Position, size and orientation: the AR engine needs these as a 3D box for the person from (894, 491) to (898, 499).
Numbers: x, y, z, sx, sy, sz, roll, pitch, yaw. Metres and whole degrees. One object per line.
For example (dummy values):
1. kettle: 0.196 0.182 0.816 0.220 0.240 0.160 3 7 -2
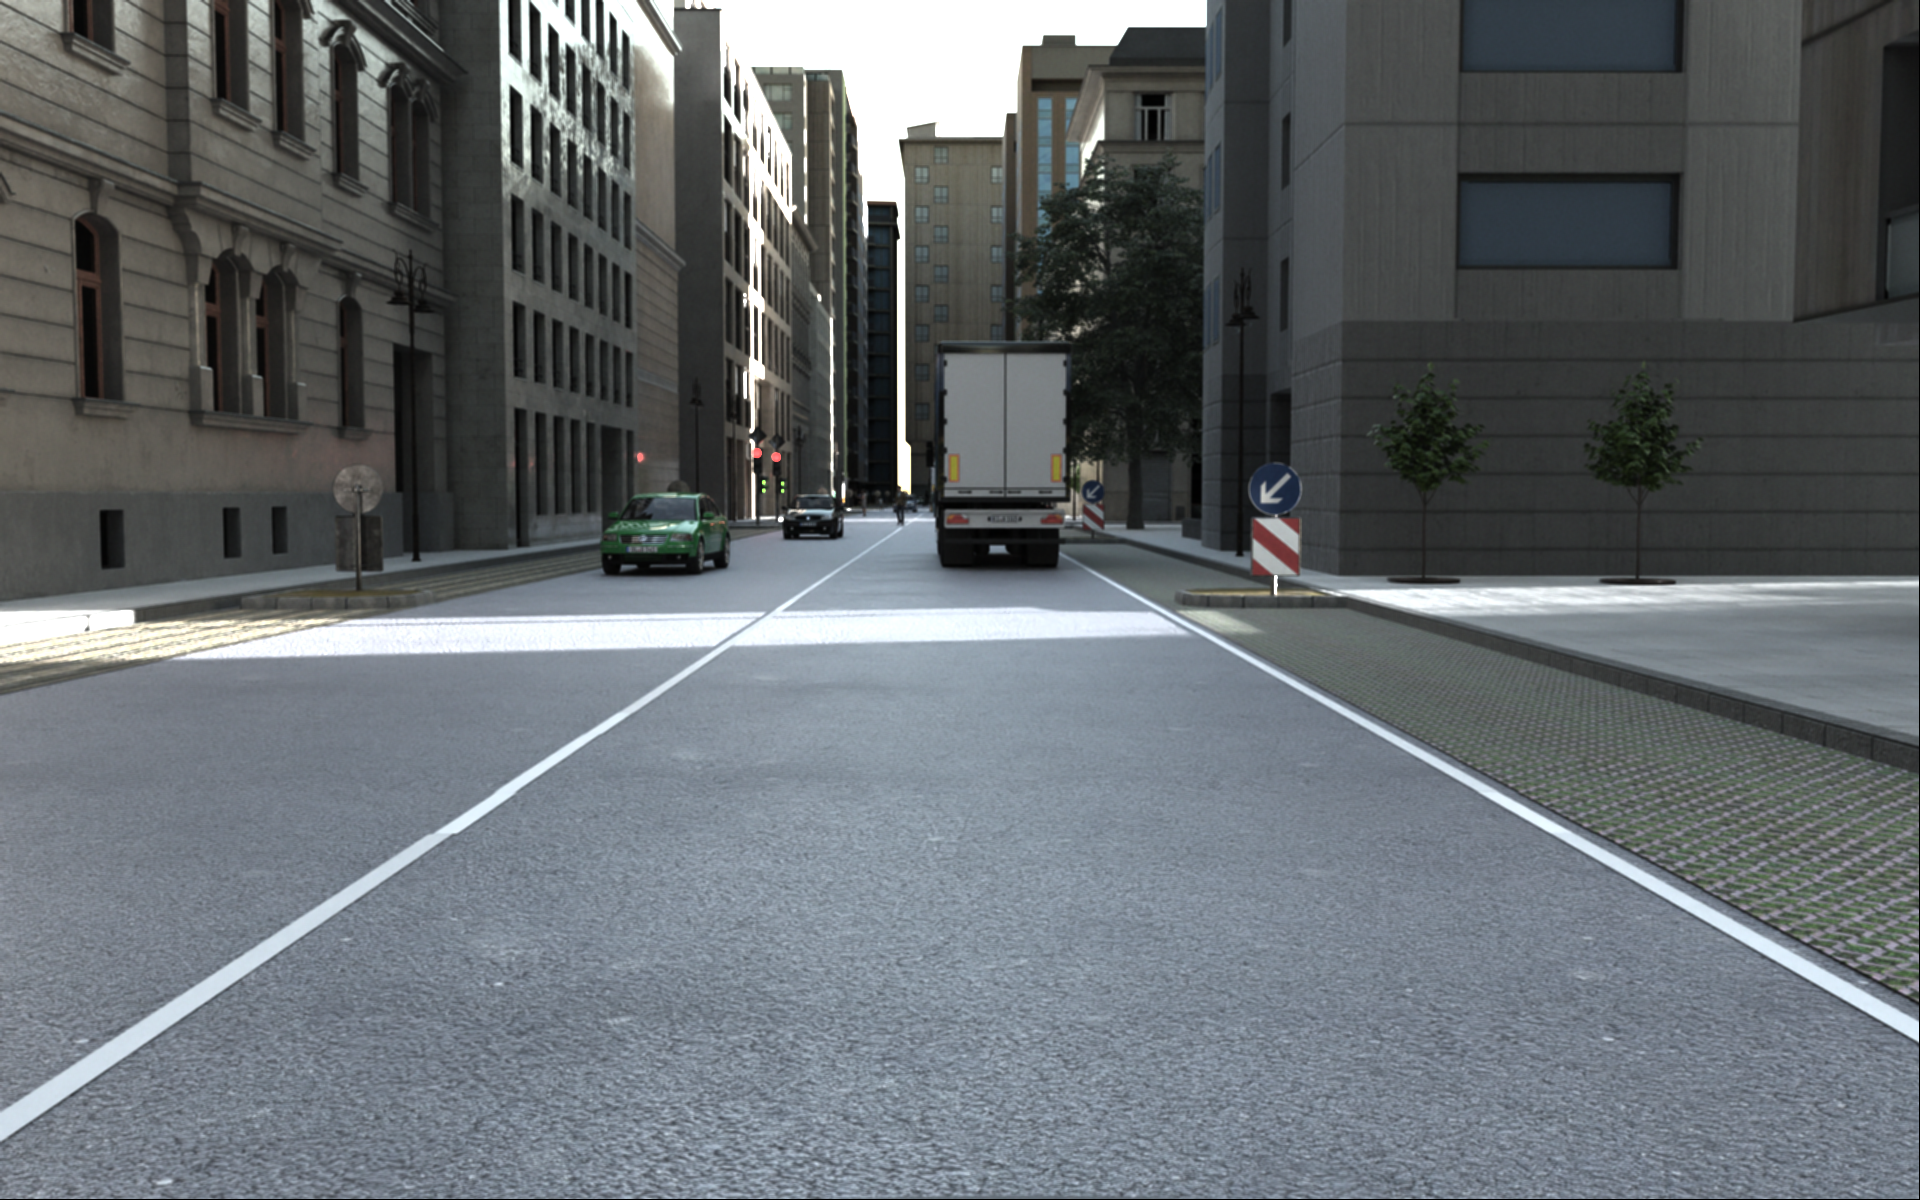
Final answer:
1. person: -6.878 -11.147 190.766 0.705 1.823 1.348 -2 4 -24

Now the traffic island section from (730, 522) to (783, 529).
1. traffic island section: -8.429 -3.046 72.083 2.009 0.180 2.903 0 4 0

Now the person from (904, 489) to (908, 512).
1. person: -4.466 -8.071 140.560 0.694 1.812 0.767 -1 4 -13

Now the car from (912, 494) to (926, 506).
1. car: -5.075 -11.904 206.428 2.131 1.459 4.920 0 3 0

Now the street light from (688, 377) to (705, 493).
1. street light: -10.401 -5.857 68.551 0.468 5.910 1.993 0 4 0

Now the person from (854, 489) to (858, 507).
1. person: -10.638 -10.469 177.214 0.705 1.823 1.348 0 4 1

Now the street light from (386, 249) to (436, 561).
1. street light: -10.386 -3.677 32.910 0.468 5.910 1.993 0 4 0

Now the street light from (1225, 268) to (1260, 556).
1. street light: 5.770 -3.838 35.546 0.468 5.910 1.993 0 4 0

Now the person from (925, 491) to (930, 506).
1. person: -4.022 -12.452 211.725 0.705 1.869 1.348 1 4 19

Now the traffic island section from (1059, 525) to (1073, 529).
1. traffic island section: 3.612 -3.049 72.132 2.009 0.180 2.903 0 4 0

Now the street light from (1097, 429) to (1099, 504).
1. street light: 5.678 -6.019 71.204 0.468 5.910 1.993 0 4 0

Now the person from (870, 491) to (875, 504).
1. person: -11.142 -13.197 222.539 1.217 1.736 0.721 0 4 2

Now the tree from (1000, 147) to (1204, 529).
1. tree: 6.306 -9.562 63.001 9.857 13.997 8.962 0 3 0

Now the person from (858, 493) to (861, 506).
1. person: -10.742 -10.770 185.372 0.421 1.427 0.697 -1 4 -8

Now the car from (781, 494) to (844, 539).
1. car: -4.768 -2.856 56.481 2.009 1.686 4.222 0 4 0

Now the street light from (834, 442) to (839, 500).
1. street light: -10.769 -10.897 150.946 0.468 5.910 1.993 0 4 0

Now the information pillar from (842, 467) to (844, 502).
1. information pillar: -10.210 -9.774 151.158 0.183 3.616 0.504 0 4 7

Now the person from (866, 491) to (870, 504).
1. person: -11.569 -12.691 214.278 0.721 1.736 1.217 3 5 40

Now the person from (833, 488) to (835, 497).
1. person: -11.281 -9.029 153.909 0.529 1.795 0.600 2 4 25

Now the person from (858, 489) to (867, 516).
1. person: -6.210 -6.241 110.903 0.532 1.782 0.716 1 4 15

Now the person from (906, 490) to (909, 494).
1. person: -5.039 -9.548 164.707 0.705 1.812 1.348 2 4 25

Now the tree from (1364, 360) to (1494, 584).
1. tree: 6.877 -1.864 25.083 1.663 3.219 1.824 0 3 0

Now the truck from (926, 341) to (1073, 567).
1. truck: 0.701 -2.969 37.461 2.839 4.237 11.283 0 4 -1

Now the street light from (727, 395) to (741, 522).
1. street light: -10.509 -6.593 80.585 0.468 5.910 1.993 0 4 0

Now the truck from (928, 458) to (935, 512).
1. truck: -1.205 -9.351 141.795 2.839 4.237 11.283 0 4 0

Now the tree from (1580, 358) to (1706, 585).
1. tree: 9.875 -1.849 24.837 1.663 3.219 1.824 0 3 0

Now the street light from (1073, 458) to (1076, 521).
1. street light: 5.550 -6.799 83.944 0.468 5.910 1.993 0 4 0

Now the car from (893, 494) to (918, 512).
1. car: -4.286 -7.601 136.281 2.014 1.417 4.499 0 4 1

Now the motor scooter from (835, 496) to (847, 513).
1. motor scooter: -8.358 -6.656 121.604 0.815 1.314 1.986 0 4 -1

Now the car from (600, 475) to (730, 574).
1. car: -5.444 -1.438 32.314 1.959 1.807 4.718 0 4 2

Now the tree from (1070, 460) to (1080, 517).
1. tree: 6.886 -6.345 98.344 1.663 3.219 1.824 0 3 0

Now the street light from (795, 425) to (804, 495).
1. street light: -10.705 -8.738 115.659 0.468 5.910 1.993 0 4 0

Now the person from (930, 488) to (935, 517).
1. person: -1.571 -6.033 107.129 0.794 1.824 0.713 0 4 -6
